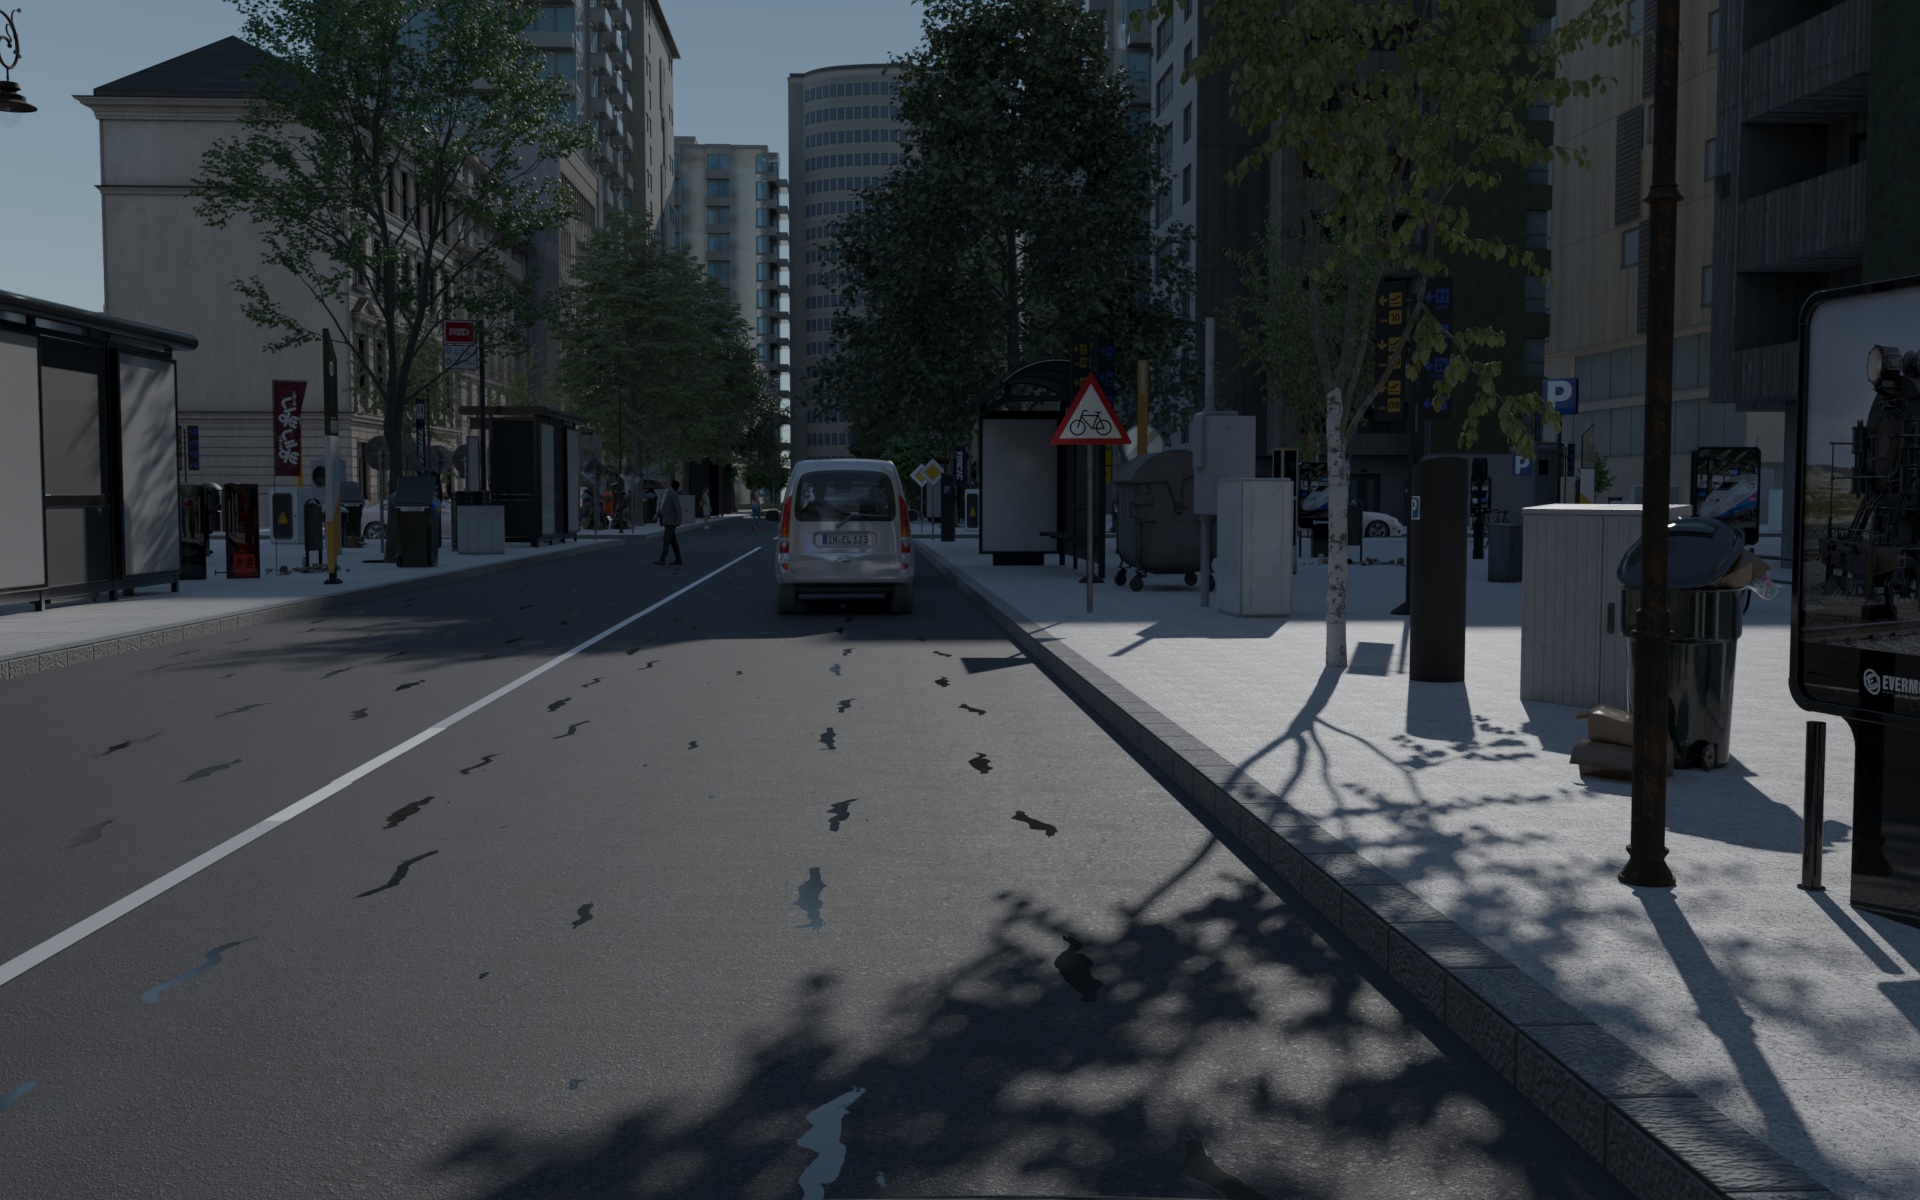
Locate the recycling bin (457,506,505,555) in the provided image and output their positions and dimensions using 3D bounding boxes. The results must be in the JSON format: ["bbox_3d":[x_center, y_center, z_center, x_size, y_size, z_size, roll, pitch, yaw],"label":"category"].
[{"bbox_3d":[-10.214,-1.492,36.941,0.722,1.027,0.722,3,4,36],"label":"recycling bin"}]

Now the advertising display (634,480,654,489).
[{"bbox_3d":[-14.025,-4.375,76.749,0.974,1.923,0.123,-2,4,-31],"label":"advertising display"}]

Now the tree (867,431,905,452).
[{"bbox_3d":[-6.087,-12.340,152.124,4.360,8.622,3.978,0,3,0],"label":"tree"}]

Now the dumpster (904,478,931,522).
[{"bbox_3d":[-1.768,-4.668,78.821,1.502,2.255,1.985,0,4,-3],"label":"dumpster"}]

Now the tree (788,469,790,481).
[{"bbox_3d":[-18.161,-11.424,170.494,4.285,4.588,4.351,0,3,0],"label":"tree"}]

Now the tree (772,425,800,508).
[{"bbox_3d":[-17.391,-13.050,163.735,4.737,8.622,4.395,0,3,0],"label":"tree"}]

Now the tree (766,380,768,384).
[{"bbox_3d":[-12.910,-10.139,83.900,7.486,12.596,7.792,0,3,0],"label":"tree"}]

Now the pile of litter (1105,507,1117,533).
[{"bbox_3d":[5.378,-2.630,56.965,1.176,0.858,1.719,-1,4,-9],"label":"pile of litter"}]

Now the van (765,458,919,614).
[{"bbox_3d":[-1.496,-0.925,22.132,2.013,2.044,4.112,0,4,-5],"label":"van"}]

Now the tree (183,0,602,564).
[{"bbox_3d":[-10.437,-6.494,31.934,9.928,11.665,9.643,0,3,0],"label":"tree"}]

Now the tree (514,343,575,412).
[{"bbox_3d":[-20.775,-8.133,83.333,4.737,8.622,4.395,0,3,0],"label":"tree"}]

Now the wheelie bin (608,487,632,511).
[{"bbox_3d":[-18.035,-5.136,91.886,0.693,1.594,0.980,3,5,43],"label":"wheelie bin"}]

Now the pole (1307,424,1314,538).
[{"bbox_3d":[10.159,-3.446,50.190,0.158,3.312,0.155,0,3,0],"label":"pole"}]

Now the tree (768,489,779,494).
[{"bbox_3d":[-19.426,-11.335,179.927,1.663,3.219,1.824,0,3,0],"label":"tree"}]

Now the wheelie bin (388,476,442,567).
[{"bbox_3d":[-9.557,-1.379,30.459,0.980,1.594,0.693,0,4,-1],"label":"wheelie bin"}]

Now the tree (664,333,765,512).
[{"bbox_3d":[-16.244,-12.566,122.455,9.611,12.733,9.660,0,3,0],"label":"tree"}]

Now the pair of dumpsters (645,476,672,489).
[{"bbox_3d":[-16.255,-5.535,92.995,1.574,2.255,4.437,0,4,-3],"label":"pair of dumpsters"}]

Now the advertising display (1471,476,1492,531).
[{"bbox_3d":[18.256,-3.392,60.673,0.123,1.923,0.974,-1,4,-20],"label":"advertising display"}]

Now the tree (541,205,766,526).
[{"bbox_3d":[-13.246,-9.229,69.028,7.486,12.596,7.792,0,3,0],"label":"tree"}]

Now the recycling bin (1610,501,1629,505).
[{"bbox_3d":[24.458,-3.135,63.818,0.722,1.027,0.722,-3,4,-36],"label":"recycling bin"}]

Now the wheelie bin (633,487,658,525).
[{"bbox_3d":[-13.622,-4.140,75.603,0.980,1.594,0.693,3,4,36],"label":"wheelie bin"}]

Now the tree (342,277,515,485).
[{"bbox_3d":[-18.070,-6.542,57.324,4.737,8.622,4.395,0,3,0],"label":"tree"}]

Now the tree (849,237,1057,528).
[{"bbox_3d":[-0.159,-8.612,66.569,9.928,11.665,9.643,0,3,0],"label":"tree"}]

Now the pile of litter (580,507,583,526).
[{"bbox_3d":[-15.454,-3.427,69.989,1.176,0.858,1.719,2,4,25],"label":"pile of litter"}]

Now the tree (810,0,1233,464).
[{"bbox_3d":[1.118,-7.366,37.440,9.611,12.733,9.660,0,3,0],"label":"tree"}]

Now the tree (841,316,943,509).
[{"bbox_3d":[-3.451,-12.332,108.287,9.857,13.997,8.962,0,3,0],"label":"tree"}]

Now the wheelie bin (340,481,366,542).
[{"bbox_3d":[-15.193,-2.129,42.723,0.693,1.594,0.980,3,5,42],"label":"wheelie bin"}]

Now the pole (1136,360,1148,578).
[{"bbox_3d":[2.786,-1.996,26.480,0.158,3.312,0.155,0,3,0],"label":"pole"}]

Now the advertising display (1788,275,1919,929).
[{"bbox_3d":[2.855,0.003,5.165,0.123,1.923,0.974,-1,4,-12],"label":"advertising display"}]

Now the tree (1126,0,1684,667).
[{"bbox_3d":[2.875,-3.795,12.408,4.737,8.622,4.395,0,3,0],"label":"tree"}]

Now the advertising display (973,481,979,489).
[{"bbox_3d":[0.913,-4.983,86.684,0.123,1.923,0.974,-1,4,-22],"label":"advertising display"}]

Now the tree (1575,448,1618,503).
[{"bbox_3d":[26.432,-4.716,71.705,1.663,3.219,1.824,0,3,0],"label":"tree"}]

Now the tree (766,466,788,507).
[{"bbox_3d":[-17.971,-10.309,152.262,4.285,4.588,4.351,0,3,0],"label":"tree"}]

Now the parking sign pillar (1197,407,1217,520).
[{"bbox_3d":[7.124,-3.669,48.460,1.447,3.967,1.447,-3,5,-43],"label":"parking sign pillar"}]

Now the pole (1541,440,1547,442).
[{"bbox_3d":[22.113,-4.394,65.692,0.158,3.312,0.155,0,3,0],"label":"pole"}]

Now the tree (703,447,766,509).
[{"bbox_3d":[-15.748,-7.868,112.350,4.285,4.588,4.351,0,3,0],"label":"tree"}]

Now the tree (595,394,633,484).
[{"bbox_3d":[-22.483,-9.927,112.674,4.360,8.622,3.978,0,3,0],"label":"tree"}]

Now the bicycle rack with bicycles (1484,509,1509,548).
[{"bbox_3d":[13.440,-1.702,41.211,2.925,0.926,2.852,-2,4,-29],"label":"bicycle rack with bicycles"}]

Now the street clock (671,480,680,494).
[{"bbox_3d":[-15.089,-5.338,91.841,0.471,2.002,0.358,-1,4,-10],"label":"street clock"}]

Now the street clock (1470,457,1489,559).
[{"bbox_3d":[10.240,-1.810,34.158,0.358,2.002,0.471,2,4,28],"label":"street clock"}]

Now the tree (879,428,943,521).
[{"bbox_3d":[-2.288,-6.098,83.411,4.285,4.588,4.351,0,3,0],"label":"tree"}]

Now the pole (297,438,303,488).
[{"bbox_3d":[-24.162,-4.255,63.407,0.158,3.312,0.155,0,3,0],"label":"pole"}]

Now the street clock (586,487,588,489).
[{"bbox_3d":[-20.031,-5.467,93.959,0.471,2.002,0.358,1,4,9],"label":"street clock"}]

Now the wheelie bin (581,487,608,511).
[{"bbox_3d":[-14.474,-3.679,68.060,0.693,1.594,0.980,1,4,16],"label":"wheelie bin"}]

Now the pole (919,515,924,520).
[{"bbox_3d":[-1.912,-5.641,86.073,0.158,3.312,0.155,0,3,0],"label":"pole"}]

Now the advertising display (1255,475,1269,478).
[{"bbox_3d":[10.161,-3.335,59.738,0.974,1.923,0.123,2,4,26],"label":"advertising display"}]

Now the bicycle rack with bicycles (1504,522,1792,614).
[{"bbox_3d":[7.787,-0.338,18.907,2.852,0.926,2.925,0,4,3],"label":"bicycle rack with bicycles"}]

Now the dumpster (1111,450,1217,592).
[{"bbox_3d":[2.788,-1.081,23.430,1.264,1.857,1.865,0,4,-3],"label":"dumpster"}]
